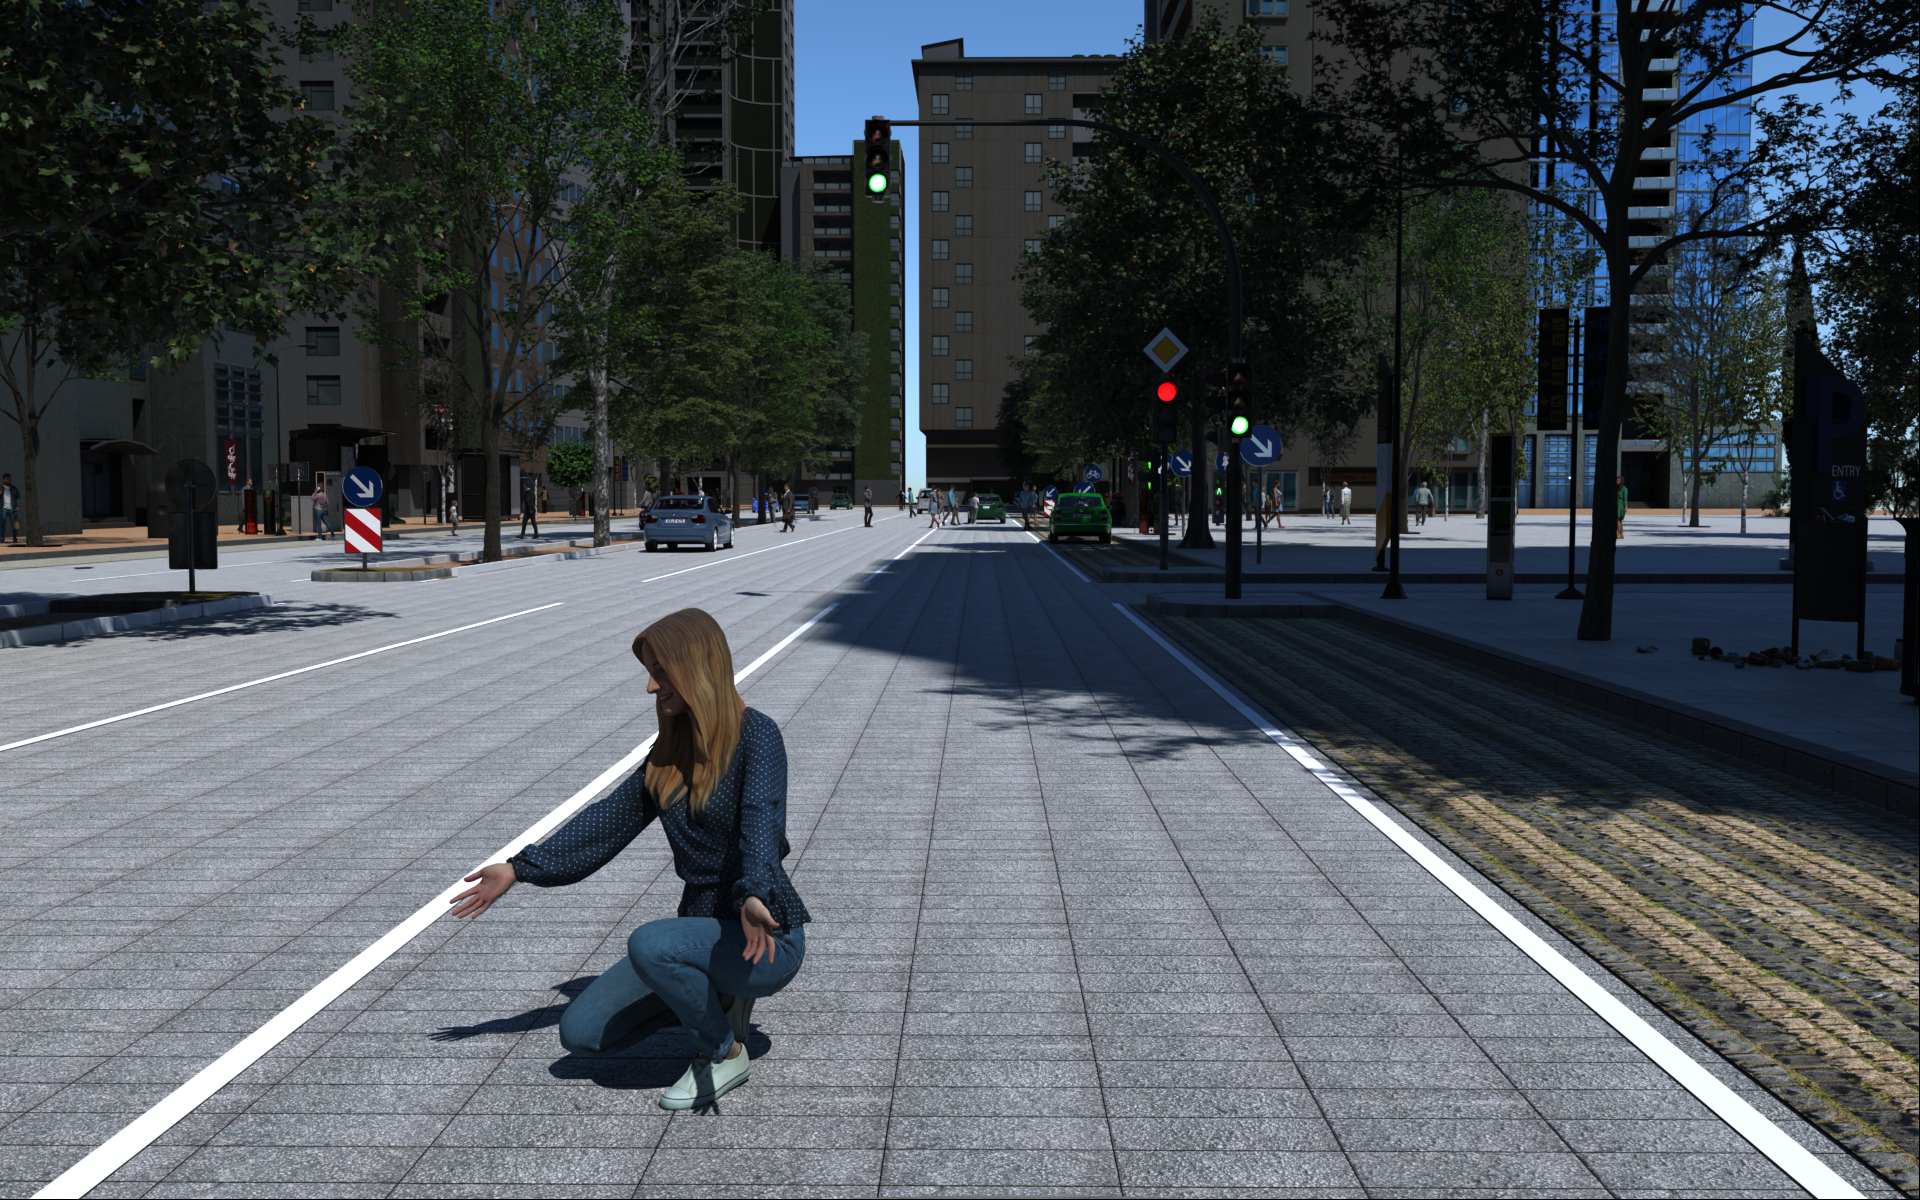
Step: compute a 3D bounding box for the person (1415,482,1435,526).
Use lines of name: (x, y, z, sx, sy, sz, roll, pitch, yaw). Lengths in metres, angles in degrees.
person: (18.696, -3.856, 69.566, 0.782, 1.767, 0.515, 0, 4, 8)

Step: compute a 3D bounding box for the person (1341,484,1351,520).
person: (18.849, -4.811, 84.707, 0.555, 1.821, 0.388, 1, 4, 15)

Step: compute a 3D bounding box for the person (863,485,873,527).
person: (-3.949, -4.035, 74.658, 0.473, 1.802, 0.592, 1, 4, 20)

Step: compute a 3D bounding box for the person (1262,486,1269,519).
person: (15.663, -5.054, 89.679, 0.512, 1.701, 0.522, -3, 4, -37)

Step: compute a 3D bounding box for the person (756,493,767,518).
person: (-11.831, -5.779, 103.268, 0.520, 1.790, 0.573, -3, 4, -37)

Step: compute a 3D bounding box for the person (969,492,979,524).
person: (0.658, -4.334, 81.952, 0.503, 1.515, 0.523, -1, 4, -10)

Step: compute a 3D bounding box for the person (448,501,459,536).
person: (-17.349, -2.791, 59.153, 0.382, 1.210, 0.505, -3, 4, -39)

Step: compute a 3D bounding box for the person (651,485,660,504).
person: (-11.528, -3.517, 66.341, 0.599, 1.781, 0.374, 2, 4, 25)

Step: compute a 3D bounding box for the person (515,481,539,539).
person: (-13.830, -2.878, 55.333, 0.755, 1.850, 0.659, 1, 4, 16)

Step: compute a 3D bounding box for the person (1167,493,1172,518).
person: (10.937, -5.312, 92.810, 0.836, 1.842, 0.656, 0, 4, 0)

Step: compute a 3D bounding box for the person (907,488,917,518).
person: (-2.844, -5.748, 102.491, 0.620, 1.820, 0.660, 0, 4, -5)

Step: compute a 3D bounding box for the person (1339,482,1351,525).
person: (16.078, -4.028, 72.128, 0.478, 1.798, 0.641, 0, 4, -7)

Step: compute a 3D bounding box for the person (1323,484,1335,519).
person: (19.146, -5.103, 89.829, 0.623, 1.781, 0.721, 1, 4, 18)

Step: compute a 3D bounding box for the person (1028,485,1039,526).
person: (3.252, -4.212, 77.382, 0.654, 1.822, 0.581, 2, 4, 25)

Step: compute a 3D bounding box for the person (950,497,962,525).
person: (-0.223, -4.130, 80.292, 0.640, 1.303, 0.475, -3, 5, -44)

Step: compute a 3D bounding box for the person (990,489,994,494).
person: (2.247, -7.087, 124.504, 0.705, 1.807, 1.348, 3, 5, 42)

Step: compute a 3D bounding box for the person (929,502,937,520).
person: (-1.439, -5.228, 96.579, 0.503, 1.515, 0.523, 2, 4, 28)

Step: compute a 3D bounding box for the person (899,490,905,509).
person: (-5.519, -9.475, 163.281, 0.599, 1.838, 0.709, 2, 4, 35)

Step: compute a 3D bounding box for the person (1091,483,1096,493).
person: (6.114, -4.510, 80.199, 0.534, 1.772, 0.576, 3, 5, 40)

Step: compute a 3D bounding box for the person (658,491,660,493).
person: (-18.004, -5.826, 103.943, 0.721, 1.800, 0.419, 2, 4, 24)

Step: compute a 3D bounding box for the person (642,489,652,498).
person: (-27.872, -9.041, 154.569, 0.721, 1.736, 1.217, 3, 5, 39)

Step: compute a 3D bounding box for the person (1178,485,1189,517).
person: (12.464, -5.579, 97.104, 0.795, 1.843, 0.661, -1, 4, -20)

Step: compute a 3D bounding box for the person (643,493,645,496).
person: (-26.936, -8.608, 148.261, 0.415, 1.643, 0.593, -1, 4, -14)

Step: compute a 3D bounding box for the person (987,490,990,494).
person: (2.716, -9.248, 159.723, 1.348, 1.821, 0.705, 2, 4, 25)

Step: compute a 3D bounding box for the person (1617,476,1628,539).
person: (18.892, -2.648, 49.581, 0.529, 1.795, 0.600, -2, 4, -35)

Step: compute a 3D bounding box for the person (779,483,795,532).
person: (-6.422, -3.442, 64.745, 0.822, 1.834, 0.622, -3, 5, -42)

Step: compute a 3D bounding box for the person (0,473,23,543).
person: (-24.840, -2.401, 45.280, 0.794, 1.824, 0.713, -1, 4, -9)

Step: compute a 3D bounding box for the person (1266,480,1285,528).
person: (11.860, -3.611, 65.173, 0.778, 1.811, 0.616, 1, 4, 17)

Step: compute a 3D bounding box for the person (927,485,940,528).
person: (-1.059, -3.937, 72.957, 0.616, 1.811, 0.778, -3, 5, -39)

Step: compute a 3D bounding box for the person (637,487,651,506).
person: (-14.914, -4.516, 82.609, 0.850, 1.792, 0.678, 1, 4, 18)

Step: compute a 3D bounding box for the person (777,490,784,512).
person: (-14.326, -7.931, 138.886, 1.217, 1.735, 0.721, 0, 4, -2)

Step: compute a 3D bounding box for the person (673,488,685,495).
person: (-23.410, -8.457, 144.273, 1.348, 1.831, 0.705, -1, 4, -19)

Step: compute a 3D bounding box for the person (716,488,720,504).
person: (-20.924, -8.755, 149.326, 0.705, 1.807, 1.348, -2, 4, -33)

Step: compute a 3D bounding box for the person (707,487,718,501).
person: (-13.479, -5.221, 93.849, 0.794, 1.824, 0.713, 1, 4, 17)

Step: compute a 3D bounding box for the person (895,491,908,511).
person: (-5.027, -8.541, 148.969, 1.217, 1.723, 0.721, 2, 4, 23)

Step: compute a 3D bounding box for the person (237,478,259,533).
person: (-23.452, -3.121, 57.168, 0.767, 1.812, 0.694, 0, 4, 7)

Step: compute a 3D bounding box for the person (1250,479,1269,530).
person: (10.639, -3.391, 61.499, 0.620, 1.820, 0.660, 0, 4, -5)

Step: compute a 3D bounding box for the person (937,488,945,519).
person: (-1.130, -5.464, 98.169, 0.599, 1.781, 0.374, -1, 4, -10)

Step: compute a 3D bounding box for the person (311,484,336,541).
person: (-19.381, -2.671, 52.760, 0.643, 1.750, 0.593, 1, 4, 12)

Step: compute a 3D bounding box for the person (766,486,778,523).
person: (-8.649, -4.308, 79.133, 0.606, 1.804, 0.583, 1, 4, 20)

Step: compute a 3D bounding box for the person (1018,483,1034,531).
person: (2.603, -3.582, 66.936, 0.638, 1.841, 0.748, 3, 5, 44)

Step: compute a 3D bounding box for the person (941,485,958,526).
person: (-0.448, -4.304, 78.734, 0.748, 1.841, 0.638, 1, 4, 19)

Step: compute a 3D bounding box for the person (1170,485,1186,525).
person: (8.945, -4.013, 71.020, 0.648, 1.900, 0.474, 1, 4, 9)

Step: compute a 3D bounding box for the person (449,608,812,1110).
person: (-0.650, 0.604, 4.118, 0.738, 1.151, 1.012, -3, 5, -41)

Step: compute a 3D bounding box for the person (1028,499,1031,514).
person: (4.768, -6.776, 122.510, 0.991, 1.433, 0.599, 0, 4, -1)

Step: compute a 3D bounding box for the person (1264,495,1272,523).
person: (13.506, -3.990, 75.946, 0.362, 1.253, 0.373, 2, 4, 31)

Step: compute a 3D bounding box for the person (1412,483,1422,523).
person: (20.399, -4.316, 76.947, 0.601, 1.785, 0.444, 3, 5, 43)

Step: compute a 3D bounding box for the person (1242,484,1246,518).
person: (15.384, -5.317, 93.158, 0.709, 1.800, 0.728, 2, 4, 25)
